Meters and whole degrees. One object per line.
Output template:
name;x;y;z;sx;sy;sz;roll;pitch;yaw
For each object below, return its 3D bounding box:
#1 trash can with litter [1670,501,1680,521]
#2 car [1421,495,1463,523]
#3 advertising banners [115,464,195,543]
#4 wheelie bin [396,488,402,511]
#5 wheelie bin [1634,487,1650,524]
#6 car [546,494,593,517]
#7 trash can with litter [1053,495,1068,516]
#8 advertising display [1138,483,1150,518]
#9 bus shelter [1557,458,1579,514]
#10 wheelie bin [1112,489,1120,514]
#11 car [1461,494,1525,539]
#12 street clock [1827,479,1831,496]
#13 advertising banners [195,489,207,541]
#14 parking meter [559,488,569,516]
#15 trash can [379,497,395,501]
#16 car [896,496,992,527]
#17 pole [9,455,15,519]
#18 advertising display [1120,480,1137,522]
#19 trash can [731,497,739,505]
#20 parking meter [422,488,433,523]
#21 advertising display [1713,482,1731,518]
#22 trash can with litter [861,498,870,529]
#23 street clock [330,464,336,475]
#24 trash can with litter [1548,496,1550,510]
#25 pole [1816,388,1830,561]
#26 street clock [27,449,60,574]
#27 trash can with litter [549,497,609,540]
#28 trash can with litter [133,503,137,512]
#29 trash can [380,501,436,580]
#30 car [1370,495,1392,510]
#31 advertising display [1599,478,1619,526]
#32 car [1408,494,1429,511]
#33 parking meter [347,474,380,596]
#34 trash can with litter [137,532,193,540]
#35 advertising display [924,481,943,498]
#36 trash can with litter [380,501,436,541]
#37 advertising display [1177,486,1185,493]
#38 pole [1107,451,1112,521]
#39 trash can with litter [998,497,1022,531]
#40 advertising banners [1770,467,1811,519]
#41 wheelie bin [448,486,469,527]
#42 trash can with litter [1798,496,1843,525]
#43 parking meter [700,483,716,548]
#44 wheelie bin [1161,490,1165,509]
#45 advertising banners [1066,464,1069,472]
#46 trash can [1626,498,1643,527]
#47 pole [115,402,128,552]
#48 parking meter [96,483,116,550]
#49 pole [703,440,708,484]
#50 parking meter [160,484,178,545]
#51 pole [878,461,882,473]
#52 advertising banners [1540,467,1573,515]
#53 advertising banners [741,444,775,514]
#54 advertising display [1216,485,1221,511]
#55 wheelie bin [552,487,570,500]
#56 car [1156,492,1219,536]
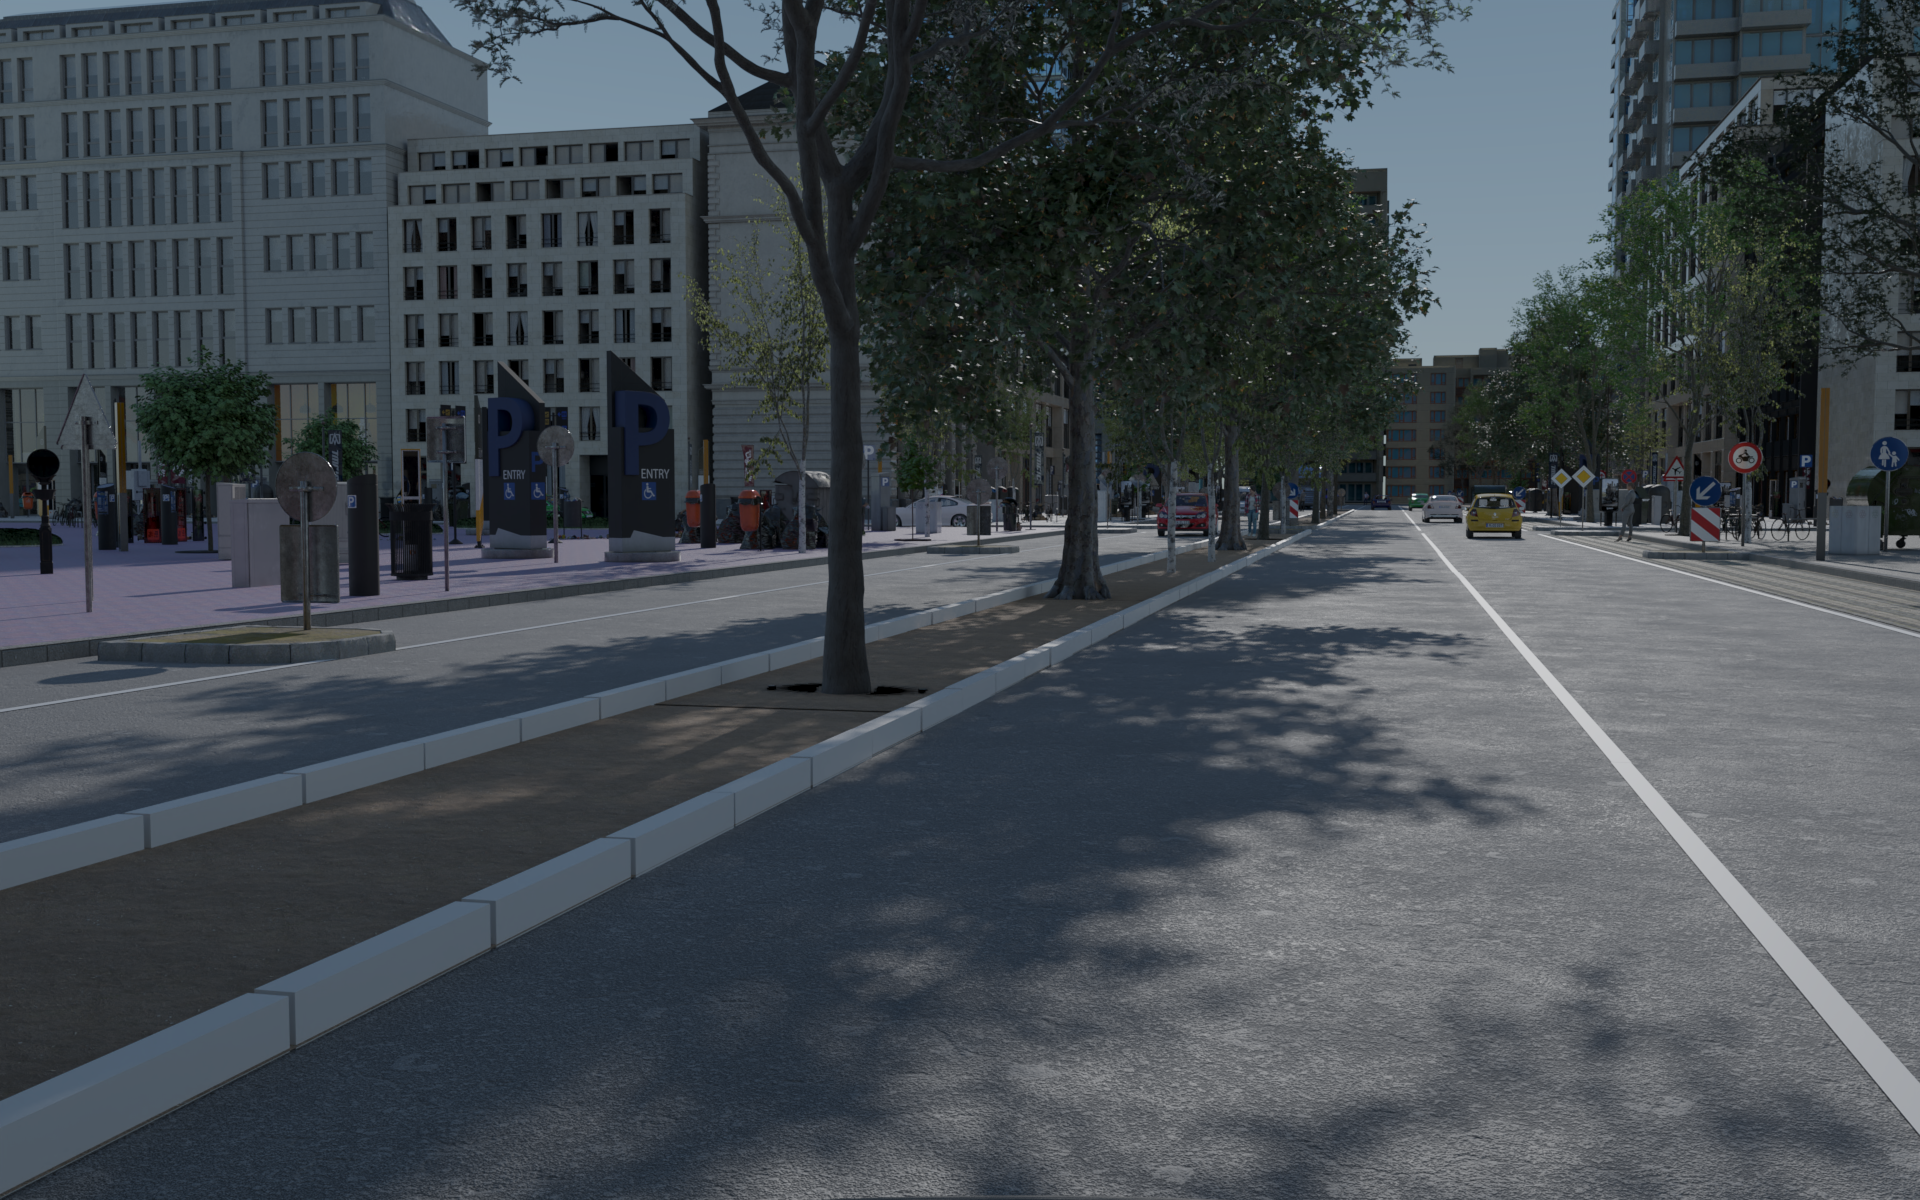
trash can with litter;33.332;-4.274;81.267;0.624;1.170;1.055;-2;4;-33
car;24.449;-4.615;87.824;2.083;1.381;4.827;1;4;13
advertising banners;-21.101;-2.996;45.165;2.074;3.025;0.090;0;4;1
wheelie bin;-25.613;-4.418;80.150;0.693;1.594;0.980;1;4;15
wheelie bin;29.216;-4.079;74.606;0.980;1.594;0.693;-3;4;-36
car;-18.112;-4.019;74.503;4.718;1.807;1.959;1;4;13
trash can with litter;6.442;-5.646;103.363;2.233;1.210;1.678;3;4;38
advertising display;9.835;-5.370;93.019;0.974;1.923;0.123;-3;4;-38
bus shelter;39.056;-7.355;111.539;1.731;3.624;6.357;1;4;14
wheelie bin;9.704;-6.272;110.461;0.693;1.594;0.980;0;4;6
car;17.519;-2.855;56.906;2.015;1.641;3.980;1;4;15
street clock;40.274;-4.655;80.675;0.471;2.002;0.358;2;4;29
advertising banners;-20.940;-3.077;46.503;0.090;3.025;2.074;1;4;12
parking meter;-16.098;-3.792;70.418;0.372;1.533;0.369;0;3;0
trash can;-26.567;-4.200;80.330;0.748;1.137;0.748;0;3;0
car;-1.080;-3.539;70.223;4.827;1.381;2.083;1;4;14
pole;-49.732;-5.931;90.807;0.158;3.312;0.155;0;3;0
advertising display;7.809;-4.630;80.909;0.123;1.923;0.974;-2;4;-28
trash can;-18.438;-8.129;144.567;0.748;1.137;0.748;0;3;0
parking meter;-20.714;-3.608;67.397;0.372;1.533;0.369;0;3;0
advertising display;41.479;-5.448;94.288;0.974;1.923;0.123;0;4;-5
trash can with litter;-3.466;-2.869;58.300;0.624;1.170;1.055;1;4;13
street clock;-15.062;-2.242;41.232;0.471;2.002;0.358;3;5;42
trash can with litter;40.932;-6.622;119.650;0.624;1.170;1.055;1;4;17
pole;16.625;-2.417;33.365;0.158;3.312;0.155;0;3;0
street clock;-14.692;-1.421;27.805;0.471;2.002;0.358;-2;4;-27
trash can with litter;-10.684;-2.343;49.358;2.233;1.210;1.678;0;4;2
trash can with litter;-29.690;-3.118;62.373;1.055;1.170;0.624;-3;4;-38
trash can;-8.221;-0.875;25.955;0.748;1.137;0.748;0;3;0
car;37.460;-8.654;154.070;1.945;1.354;3.894;1;4;13
advertising display;25.895;-3.908;69.116;0.974;1.923;0.123;-2;4;-28
car;38.894;-8.424;146.525;1.959;1.807;4.718;1;4;13
parking meter;-7.535;-0.823;21.875;0.372;1.533;0.369;0;3;0
trash can with litter;-22.415;-2.300;48.665;2.233;1.210;1.678;1;4;9
advertising display;-1.244;-4.669;81.558;0.974;1.923;0.123;-2;4;-25
trash can with litter;-15.265;-2.247;47.794;1.678;1.210;2.233;-2;4;-35
advertising display;18.449;-8.553;145.048;0.974;1.923;0.123;2;4;24
pole;7.158;-5.450;82.945;0.158;3.312;0.155;0;3;0
trash can with litter;1.762;-2.972;59.986;0.624;1.170;1.055;1;4;21
advertising banners;42.272;-5.618;88.038;2.074;3.025;0.090;0;4;3
wheelie bin;-19.729;-3.679;68.068;0.980;1.594;0.693;1;4;20
trash can with litter;35.851;-3.701;71.568;1.678;1.210;2.233;-3;4;-39
parking meter;-5.990;-2.005;41.188;0.372;1.533;0.369;0;3;0
wheelie bin;16.006;-7.901;137.089;0.693;1.594;0.980;-2;4;-25
advertising banners;6.142;-5.506;86.215;2.074;3.025;0.090;2;4;35
trash can;26.709;-3.488;68.681;0.748;1.137;0.748;0;3;0
pole;-18.723;-2.742;38.673;0.158;3.312;0.155;0;3;0
parking meter;-19.603;-1.918;39.777;0.372;1.533;0.369;0;3;0
pole;-9.553;-4.360;65.126;0.158;3.312;0.155;0;3;0
parking meter;-20.027;-2.168;43.855;0.372;1.533;0.369;0;3;0
pole;-3.604;-5.153;78.102;0.158;3.312;0.155;0;3;0
advertising banners;37.284;-6.858;108.312;2.074;3.025;0.090;0;4;-1
advertising banners;-6.906;-4.013;61.796;2.074;3.025;0.090;-3;4;-38
advertising display;19.149;-7.528;128.299;0.123;1.923;0.974;-1;4;-10
wheelie bin;-18.454;-4.420;80.182;0.693;1.594;0.980;3;4;36
car;7.919;-3.120;60.046;2.155;1.783;4.494;1;4;14
